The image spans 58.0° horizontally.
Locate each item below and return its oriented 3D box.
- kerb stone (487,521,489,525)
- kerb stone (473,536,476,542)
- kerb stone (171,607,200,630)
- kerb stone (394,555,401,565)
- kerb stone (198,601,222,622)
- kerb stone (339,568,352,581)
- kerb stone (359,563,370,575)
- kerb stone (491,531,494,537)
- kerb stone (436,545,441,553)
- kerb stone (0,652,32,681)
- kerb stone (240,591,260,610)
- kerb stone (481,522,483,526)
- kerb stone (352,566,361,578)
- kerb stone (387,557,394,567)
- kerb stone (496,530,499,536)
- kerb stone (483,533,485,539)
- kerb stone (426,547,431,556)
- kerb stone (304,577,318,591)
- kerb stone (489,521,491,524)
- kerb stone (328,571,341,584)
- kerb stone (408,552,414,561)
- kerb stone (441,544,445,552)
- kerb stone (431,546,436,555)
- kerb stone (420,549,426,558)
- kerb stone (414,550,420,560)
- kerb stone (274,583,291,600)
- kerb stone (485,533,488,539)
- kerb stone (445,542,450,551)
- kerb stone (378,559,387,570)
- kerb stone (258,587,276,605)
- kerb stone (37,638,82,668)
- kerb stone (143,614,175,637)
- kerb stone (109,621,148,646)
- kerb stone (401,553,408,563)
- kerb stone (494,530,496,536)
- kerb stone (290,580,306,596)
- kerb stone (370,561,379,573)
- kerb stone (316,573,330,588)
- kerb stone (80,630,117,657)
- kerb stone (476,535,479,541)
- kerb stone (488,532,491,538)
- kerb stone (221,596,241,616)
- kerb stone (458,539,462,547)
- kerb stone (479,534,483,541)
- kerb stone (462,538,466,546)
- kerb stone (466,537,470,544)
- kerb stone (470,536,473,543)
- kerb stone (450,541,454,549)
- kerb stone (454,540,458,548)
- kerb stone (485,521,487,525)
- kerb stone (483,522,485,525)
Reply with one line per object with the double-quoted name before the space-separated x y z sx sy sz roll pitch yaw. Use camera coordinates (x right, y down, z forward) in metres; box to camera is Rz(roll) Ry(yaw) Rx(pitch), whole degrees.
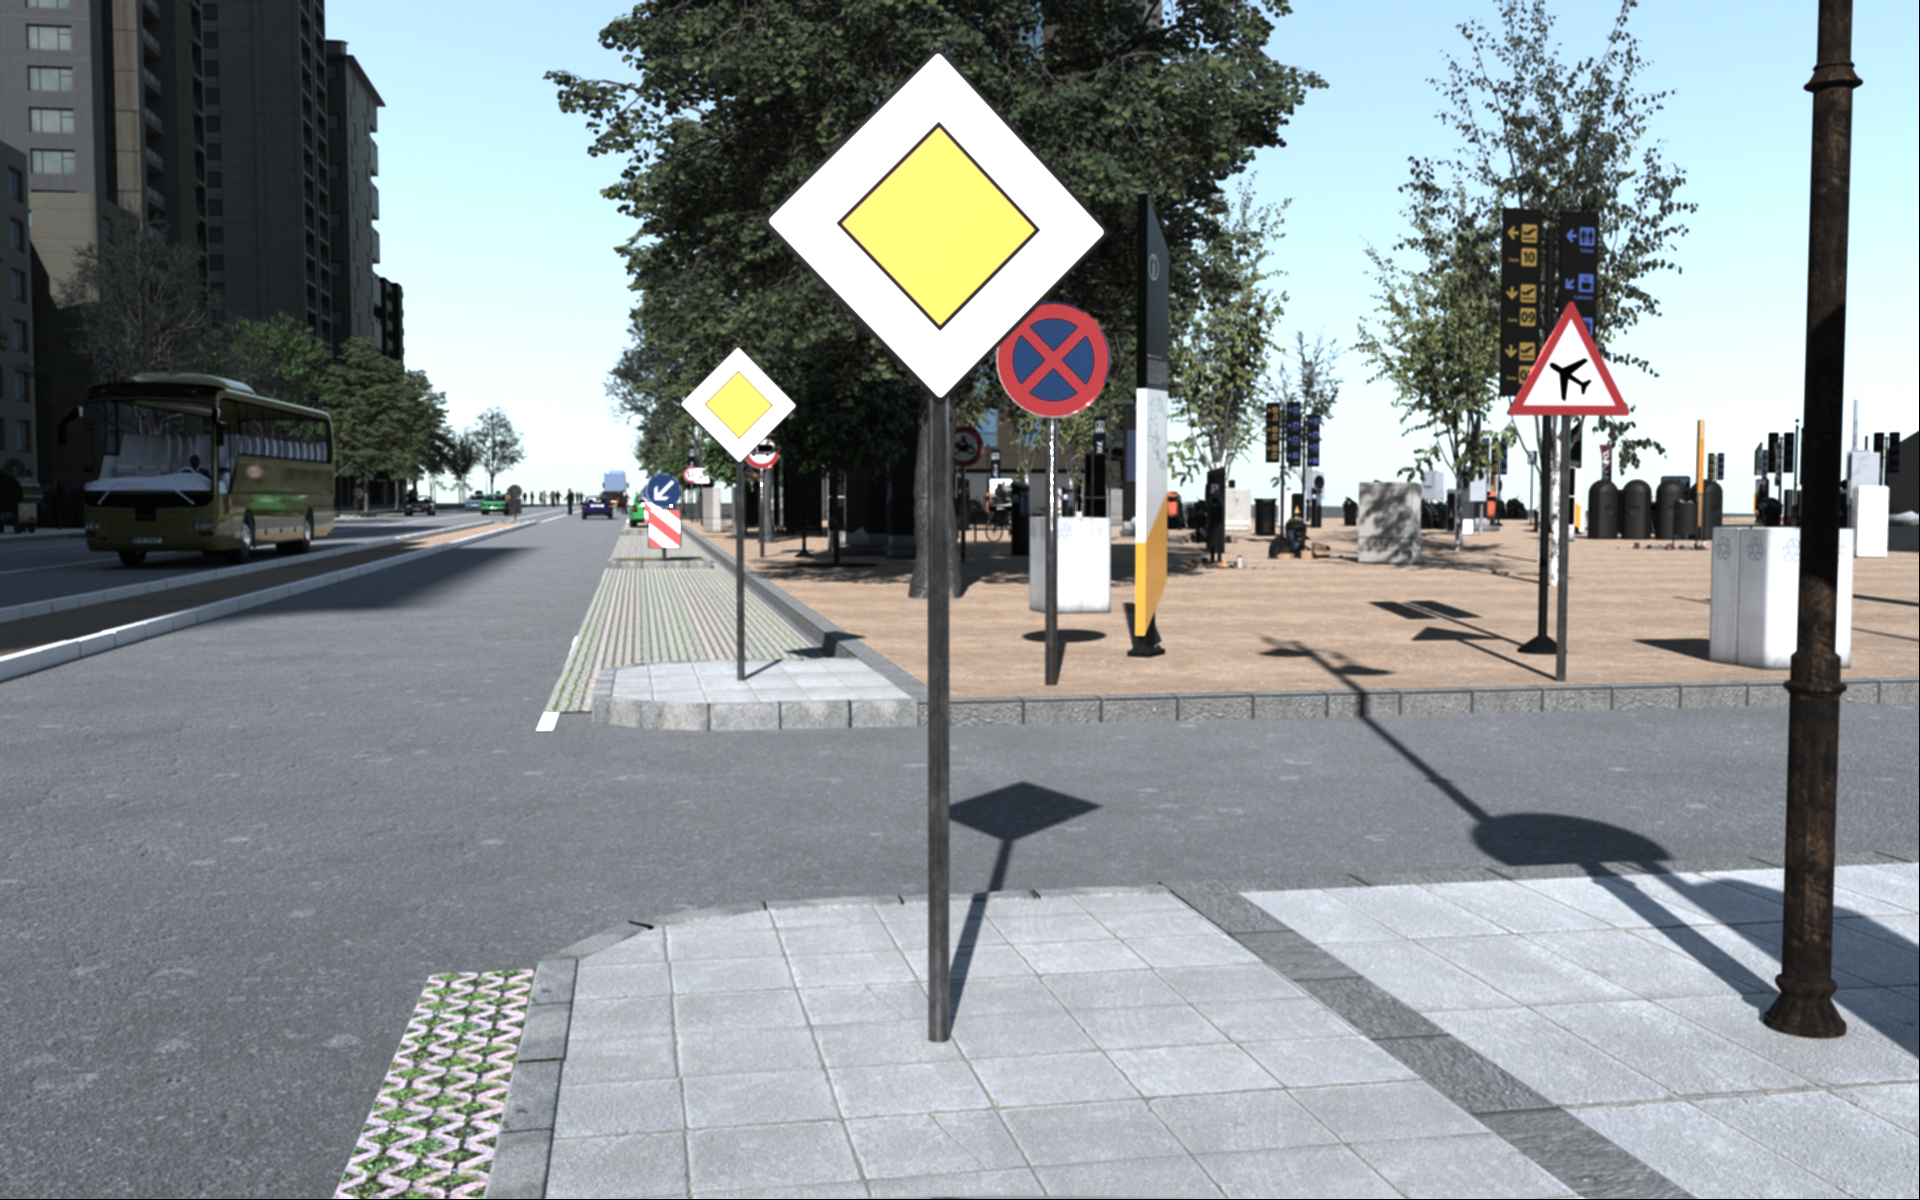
"kerb stone" -21.909 -3.520 79.799 0.120 0.150 1.000 -1 4 -10
"kerb stone" -14.428 -1.760 50.983 0.120 0.150 1.000 -1 4 -10
"kerb stone" -8.434 0.213 18.721 0.120 0.150 1.000 -1 4 -10
"kerb stone" -11.430 -0.769 34.854 0.120 0.150 1.000 -1 4 -10
"kerb stone" -8.618 0.151 19.734 0.120 0.150 1.000 -1 4 -10
"kerb stone" -10.306 -0.404 28.811 0.120 0.150 1.000 -1 4 -10
"kerb stone" -10.681 -0.528 30.827 0.120 0.150 1.000 -1 4 -10
"kerb stone" -15.543 -2.130 57.020 0.120 0.150 1.000 -1 4 -10
"kerb stone" -12.740 -1.201 41.916 0.120 0.150 1.000 -1 4 -10
"kerb stone" -7.499 0.520 13.687 0.120 0.150 1.000 -1 4 -10
"kerb stone" -8.996 0.027 21.749 0.120 0.150 1.000 -1 4 -10
"kerb stone" -21.350 -3.338 76.772 0.120 0.150 1.000 -1 4 -10
"kerb stone" -10.500 -0.462 29.819 0.120 0.150 1.000 -1 4 -10
"kerb stone" -11.242 -0.712 33.843 0.120 0.150 1.000 -1 4 -10
"kerb stone" -15.915 -2.253 59.035 0.120 0.150 1.000 -1 4 -10
"kerb stone" -14.988 -1.946 54.004 0.120 0.150 1.000 -1 4 -10
"kerb stone" -12.362 -1.082 39.891 0.120 0.150 1.000 -1 4 -10
"kerb stone" -9.745 -0.219 25.775 0.120 0.150 1.000 -1 4 -10
"kerb stone" -22.099 -3.585 80.810 0.120 0.150 1.000 -1 4 -10
"kerb stone" -10.127 -0.343 27.805 0.120 0.150 1.000 -1 4 -10
"kerb stone" -11.804 -0.898 36.875 0.120 0.150 1.000 -1 4 -10
"kerb stone" -12.937 -1.268 42.922 0.120 0.150 1.000 -1 4 -10
"kerb stone" -12.552 -1.141 40.900 0.120 0.150 1.000 -1 4 -10
"kerb stone" -12.179 -1.021 38.885 0.120 0.150 1.000 -1 4 -10
"kerb stone" -11.997 -0.959 37.879 0.120 0.150 1.000 -1 4 -10
"kerb stone" -9.371 -0.096 23.760 0.120 0.150 1.000 -1 4 -10
"kerb stone" -15.174 -2.007 55.009 0.120 0.150 1.000 -1 4 -10
"kerb stone" -13.115 -1.329 43.931 0.120 0.150 1.000 -1 4 -10
"kerb stone" -11.056 -0.651 32.838 0.120 0.150 1.000 -1 4 -10
"kerb stone" -9.185 -0.034 22.753 0.120 0.150 1.000 -1 4 -10
"kerb stone" -7.696 0.458 14.700 0.120 0.150 1.000 -1 4 -10
"kerb stone" -8.248 0.274 17.716 0.120 0.150 1.000 -1 4 -10
"kerb stone" -8.064 0.337 16.711 0.120 0.150 1.000 -1 4 -10
"kerb stone" -11.621 -0.836 35.867 0.120 0.150 1.000 -1 4 -10
"kerb stone" -15.726 -2.192 58.031 0.120 0.150 1.000 -1 4 -10
"kerb stone" -9.554 -0.157 24.771 0.120 0.150 1.000 -1 4 -10
"kerb stone" -10.866 -0.586 31.834 0.120 0.150 1.000 -1 4 -10
"kerb stone" -9.937 -0.279 26.792 0.120 0.150 1.000 -1 4 -10
"kerb stone" -7.880 0.405 15.706 0.120 0.150 1.000 -1 4 -10
"kerb stone" -14.609 -1.822 51.989 0.120 0.150 1.000 -1 4 -10
"kerb stone" -15.363 -2.068 56.014 0.120 0.150 1.000 -1 4 -10
"kerb stone" -8.812 0.089 20.737 0.120 0.150 1.000 -1 4 -10
"kerb stone" -13.681 -1.514 46.950 0.120 0.150 1.000 -1 4 -10
"kerb stone" -14.795 -1.884 52.994 0.120 0.150 1.000 -1 4 -10
"kerb stone" -13.864 -1.572 47.956 0.120 0.150 1.000 -1 4 -10
"kerb stone" -14.048 -1.635 48.961 0.120 0.150 1.000 -1 4 -10
"kerb stone" -14.237 -1.699 49.971 0.120 0.150 1.000 -1 4 -10
"kerb stone" -13.306 -1.391 44.940 0.120 0.150 1.000 -1 4 -10
"kerb stone" -13.493 -1.453 45.946 0.120 0.150 1.000 -1 4 -10
"kerb stone" -21.722 -3.462 78.791 0.120 0.150 1.000 -1 4 -10
"kerb stone" -21.535 -3.400 77.787 0.120 0.150 1.000 -1 4 -10
